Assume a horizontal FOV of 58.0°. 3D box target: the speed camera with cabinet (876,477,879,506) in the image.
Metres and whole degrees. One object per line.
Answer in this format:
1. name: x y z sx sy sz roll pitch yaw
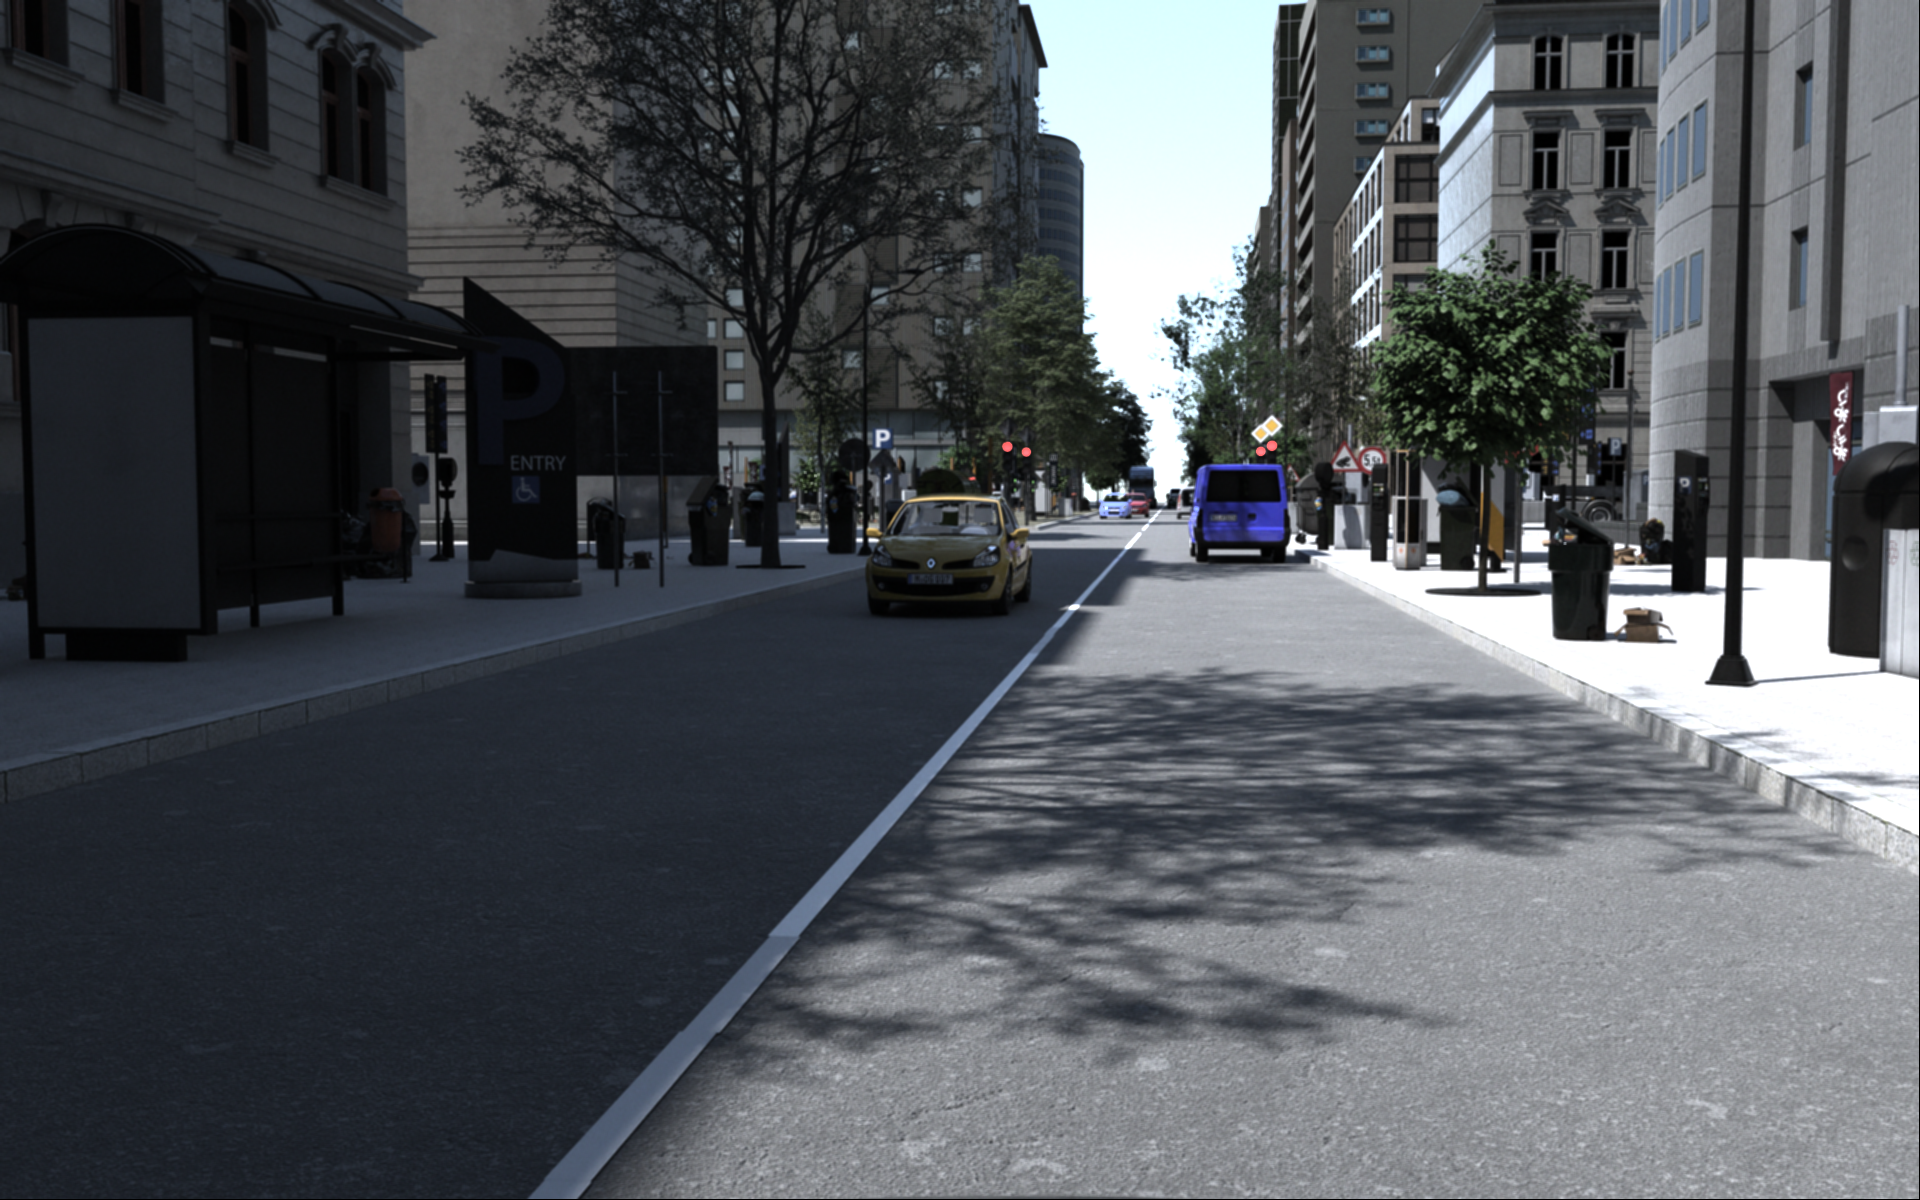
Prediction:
1. speed camera with cabinet: -6.177 -8.884 139.585 0.660 3.252 2.038 -1 4 -19

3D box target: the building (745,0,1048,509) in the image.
1. building: -5.628 -36.666 188.722 28.713 52.752 27.495 0 4 7

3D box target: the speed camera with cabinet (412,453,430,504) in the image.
1. speed camera with cabinet: -12.607 -2.687 38.269 0.660 3.252 2.038 1 4 23

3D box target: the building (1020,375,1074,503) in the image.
1. building: 2.042 -24.957 253.079 27.650 21.520 28.899 0 4 7

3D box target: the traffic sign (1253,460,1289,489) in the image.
1. traffic sign: 14.957 -5.371 81.687 2.265 3.308 0.079 1 4 14

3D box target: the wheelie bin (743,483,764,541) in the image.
1. wheelie bin: -5.674 -2.429 47.625 0.980 1.594 0.693 3 4 38

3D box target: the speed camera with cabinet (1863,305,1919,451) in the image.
1. speed camera with cabinet: 10.558 -1.447 18.002 2.038 3.252 0.660 2 4 35

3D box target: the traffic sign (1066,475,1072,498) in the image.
1. traffic sign: 7.505 -7.212 117.925 0.884 2.594 0.081 1 4 13

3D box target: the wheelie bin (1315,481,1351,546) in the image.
1. wheelie bin: 9.359 -2.167 43.330 0.980 1.594 0.693 -2 4 -32

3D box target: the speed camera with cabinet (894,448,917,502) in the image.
1. speed camera with cabinet: -2.372 -4.842 73.501 0.660 3.252 2.038 -1 4 -18

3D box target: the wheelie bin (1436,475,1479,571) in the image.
1. wheelie bin: 8.350 -1.297 29.108 0.693 1.594 0.980 1 4 15

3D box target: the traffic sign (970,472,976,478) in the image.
1. traffic sign: 0.301 -4.436 73.712 0.795 2.450 0.064 1 4 13

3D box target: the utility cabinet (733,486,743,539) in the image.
1. utility cabinet: -6.342 -2.503 49.597 0.318 1.500 1.173 0 4 -7

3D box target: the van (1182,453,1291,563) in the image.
1. van: 6.043 -2.050 37.904 2.240 2.365 5.245 0 4 6

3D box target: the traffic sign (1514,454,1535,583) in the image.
1. traffic sign: 8.051 -1.521 24.969 0.768 2.556 0.104 1 4 14

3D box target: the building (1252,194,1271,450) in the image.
1. building: 57.501 -39.764 273.845 21.300 48.544 21.600 0 4 7

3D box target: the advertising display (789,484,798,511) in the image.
1. advertising display: -10.566 -6.262 107.596 0.974 1.923 0.123 1 4 14

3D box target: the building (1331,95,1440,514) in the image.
1. building: 38.104 -19.573 124.537 19.350 26.468 34.151 0 4 7

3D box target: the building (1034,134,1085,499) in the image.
1. building: 8.732 -45.128 279.843 21.231 58.520 28.212 0 4 7

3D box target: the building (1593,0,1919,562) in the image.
1. building: 25.634 -30.081 33.832 21.231 58.520 28.212 0 4 7

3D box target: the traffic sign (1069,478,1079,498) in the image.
1. traffic sign: 7.280 -6.629 110.510 0.606 2.300 0.079 1 4 12

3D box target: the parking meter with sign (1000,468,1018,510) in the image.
1. parking meter with sign: 2.988 -7.149 113.145 0.543 3.016 1.738 3 5 43

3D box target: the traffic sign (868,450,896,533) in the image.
1. traffic sign: -2.051 -2.699 45.319 0.795 2.450 0.064 1 4 10

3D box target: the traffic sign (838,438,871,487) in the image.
1. traffic sign: -2.408 -2.403 39.403 0.768 2.556 0.104 1 4 12

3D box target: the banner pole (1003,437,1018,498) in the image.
1. banner pole: 2.163 -5.290 76.515 0.863 3.779 0.401 -2 4 -26

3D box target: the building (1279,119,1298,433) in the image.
1. building: 44.785 -33.746 201.862 14.600 45.320 14.200 0 4 7

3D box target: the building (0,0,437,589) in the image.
1. building: -18.844 -14.544 25.181 14.401 28.519 23.554 0 4 7

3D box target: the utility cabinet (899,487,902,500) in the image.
1. utility cabinet: -1.992 -2.653 52.053 0.318 1.500 1.173 -1 4 -11

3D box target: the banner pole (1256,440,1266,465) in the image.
1. banner pole: 12.668 -5.060 72.750 0.863 3.779 0.401 0 4 -7

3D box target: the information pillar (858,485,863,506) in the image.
1. information pillar: -8.033 -8.283 139.914 0.304 2.012 0.304 2 4 29

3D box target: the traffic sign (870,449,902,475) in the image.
1. traffic sign: -2.046 -2.921 47.760 0.884 2.594 0.081 0 4 7

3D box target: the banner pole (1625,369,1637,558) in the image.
1. banner pole: 13.530 -2.750 34.973 0.401 3.779 0.863 2 4 28

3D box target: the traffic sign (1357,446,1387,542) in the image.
1. traffic sign: 10.934 -2.807 46.004 0.768 2.556 0.104 1 4 9

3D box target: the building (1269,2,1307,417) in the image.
1. building: 53.892 -49.793 252.374 20.563 71.187 20.611 0 4 7

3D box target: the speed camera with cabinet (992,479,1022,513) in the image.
1. speed camera with cabinet: 3.185 -7.588 118.393 2.038 3.252 0.660 1 4 18

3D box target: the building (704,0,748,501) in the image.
1. building: -8.982 -35.000 161.483 28.713 52.752 27.495 0 4 7

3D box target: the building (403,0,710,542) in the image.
1. building: -17.403 -12.387 51.680 18.267 20.994 9.793 0 4 7

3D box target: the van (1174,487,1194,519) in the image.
1. van: 13.375 -5.693 100.100 2.013 2.044 4.112 0 4 7

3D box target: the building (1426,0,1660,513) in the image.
1. building: 45.574 -18.641 81.203 44.131 29.872 17.030 0 4 7

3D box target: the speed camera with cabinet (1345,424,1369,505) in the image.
1. speed camera with cabinet: 10.874 -3.310 48.448 0.660 3.252 2.038 2 4 30

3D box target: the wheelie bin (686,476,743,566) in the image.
1. wheelie bin: -4.512 -1.427 31.233 0.693 1.594 0.980 -3 4 -36

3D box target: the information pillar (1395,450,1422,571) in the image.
1. information pillar: 7.548 -1.507 29.134 0.304 2.012 0.304 -1 4 -22

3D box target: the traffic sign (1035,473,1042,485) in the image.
1. traffic sign: 3.886 -5.467 90.572 0.795 2.450 0.064 1 4 13

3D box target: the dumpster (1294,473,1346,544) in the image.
1. dumpster: 9.349 -2.392 44.865 1.264 1.857 1.865 0 4 7

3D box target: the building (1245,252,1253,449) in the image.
1. building: 55.233 -37.229 292.294 14.154 41.232 14.086 0 4 7

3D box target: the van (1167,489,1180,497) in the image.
1. van: 24.106 -11.479 192.060 2.240 2.365 5.245 0 4 5

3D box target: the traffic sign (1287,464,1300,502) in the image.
1. traffic sign: 13.778 -4.422 72.309 0.884 2.594 0.081 1 4 9

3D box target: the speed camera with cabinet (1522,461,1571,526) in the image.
1. speed camera with cabinet: 23.919 -4.675 70.773 0.660 3.252 2.038 -3 5 -45

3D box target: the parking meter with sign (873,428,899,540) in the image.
1. parking meter with sign: -1.889 -3.085 46.708 0.543 3.016 1.738 1 4 10

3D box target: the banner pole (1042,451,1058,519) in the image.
1. banner pole: 4.696 -6.107 89.868 0.863 3.779 0.401 0 4 -6

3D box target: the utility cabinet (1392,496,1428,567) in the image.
1. utility cabinet: 7.973 -1.192 30.644 0.306 1.237 1.020 2 4 33

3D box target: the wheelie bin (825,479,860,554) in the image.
1. wheelie bin: -2.533 -1.812 37.526 0.693 1.594 0.980 0 4 5

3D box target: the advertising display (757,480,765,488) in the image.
1. advertising display: -9.009 -4.612 80.625 0.974 1.923 0.123 -3 4 -38

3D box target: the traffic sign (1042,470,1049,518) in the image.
1. traffic sign: 4.716 -5.633 92.201 0.768 2.556 0.104 1 4 16

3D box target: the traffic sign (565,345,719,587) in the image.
1. traffic sign: -4.444 -1.837 23.902 2.265 3.308 0.079 0 4 7

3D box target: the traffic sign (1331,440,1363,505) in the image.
1. traffic sign: 9.270 -2.558 41.834 0.884 2.594 0.081 1 4 13

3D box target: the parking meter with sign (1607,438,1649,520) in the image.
1. parking meter with sign: 20.722 -3.474 53.057 0.543 3.016 1.738 -2 4 -32

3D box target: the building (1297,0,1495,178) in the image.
1. building: 41.338 -32.392 153.305 21.300 48.544 21.600 0 4 7

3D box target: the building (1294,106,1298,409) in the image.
1. building: 46.430 -34.204 178.838 23.786 49.044 30.456 0 4 7
